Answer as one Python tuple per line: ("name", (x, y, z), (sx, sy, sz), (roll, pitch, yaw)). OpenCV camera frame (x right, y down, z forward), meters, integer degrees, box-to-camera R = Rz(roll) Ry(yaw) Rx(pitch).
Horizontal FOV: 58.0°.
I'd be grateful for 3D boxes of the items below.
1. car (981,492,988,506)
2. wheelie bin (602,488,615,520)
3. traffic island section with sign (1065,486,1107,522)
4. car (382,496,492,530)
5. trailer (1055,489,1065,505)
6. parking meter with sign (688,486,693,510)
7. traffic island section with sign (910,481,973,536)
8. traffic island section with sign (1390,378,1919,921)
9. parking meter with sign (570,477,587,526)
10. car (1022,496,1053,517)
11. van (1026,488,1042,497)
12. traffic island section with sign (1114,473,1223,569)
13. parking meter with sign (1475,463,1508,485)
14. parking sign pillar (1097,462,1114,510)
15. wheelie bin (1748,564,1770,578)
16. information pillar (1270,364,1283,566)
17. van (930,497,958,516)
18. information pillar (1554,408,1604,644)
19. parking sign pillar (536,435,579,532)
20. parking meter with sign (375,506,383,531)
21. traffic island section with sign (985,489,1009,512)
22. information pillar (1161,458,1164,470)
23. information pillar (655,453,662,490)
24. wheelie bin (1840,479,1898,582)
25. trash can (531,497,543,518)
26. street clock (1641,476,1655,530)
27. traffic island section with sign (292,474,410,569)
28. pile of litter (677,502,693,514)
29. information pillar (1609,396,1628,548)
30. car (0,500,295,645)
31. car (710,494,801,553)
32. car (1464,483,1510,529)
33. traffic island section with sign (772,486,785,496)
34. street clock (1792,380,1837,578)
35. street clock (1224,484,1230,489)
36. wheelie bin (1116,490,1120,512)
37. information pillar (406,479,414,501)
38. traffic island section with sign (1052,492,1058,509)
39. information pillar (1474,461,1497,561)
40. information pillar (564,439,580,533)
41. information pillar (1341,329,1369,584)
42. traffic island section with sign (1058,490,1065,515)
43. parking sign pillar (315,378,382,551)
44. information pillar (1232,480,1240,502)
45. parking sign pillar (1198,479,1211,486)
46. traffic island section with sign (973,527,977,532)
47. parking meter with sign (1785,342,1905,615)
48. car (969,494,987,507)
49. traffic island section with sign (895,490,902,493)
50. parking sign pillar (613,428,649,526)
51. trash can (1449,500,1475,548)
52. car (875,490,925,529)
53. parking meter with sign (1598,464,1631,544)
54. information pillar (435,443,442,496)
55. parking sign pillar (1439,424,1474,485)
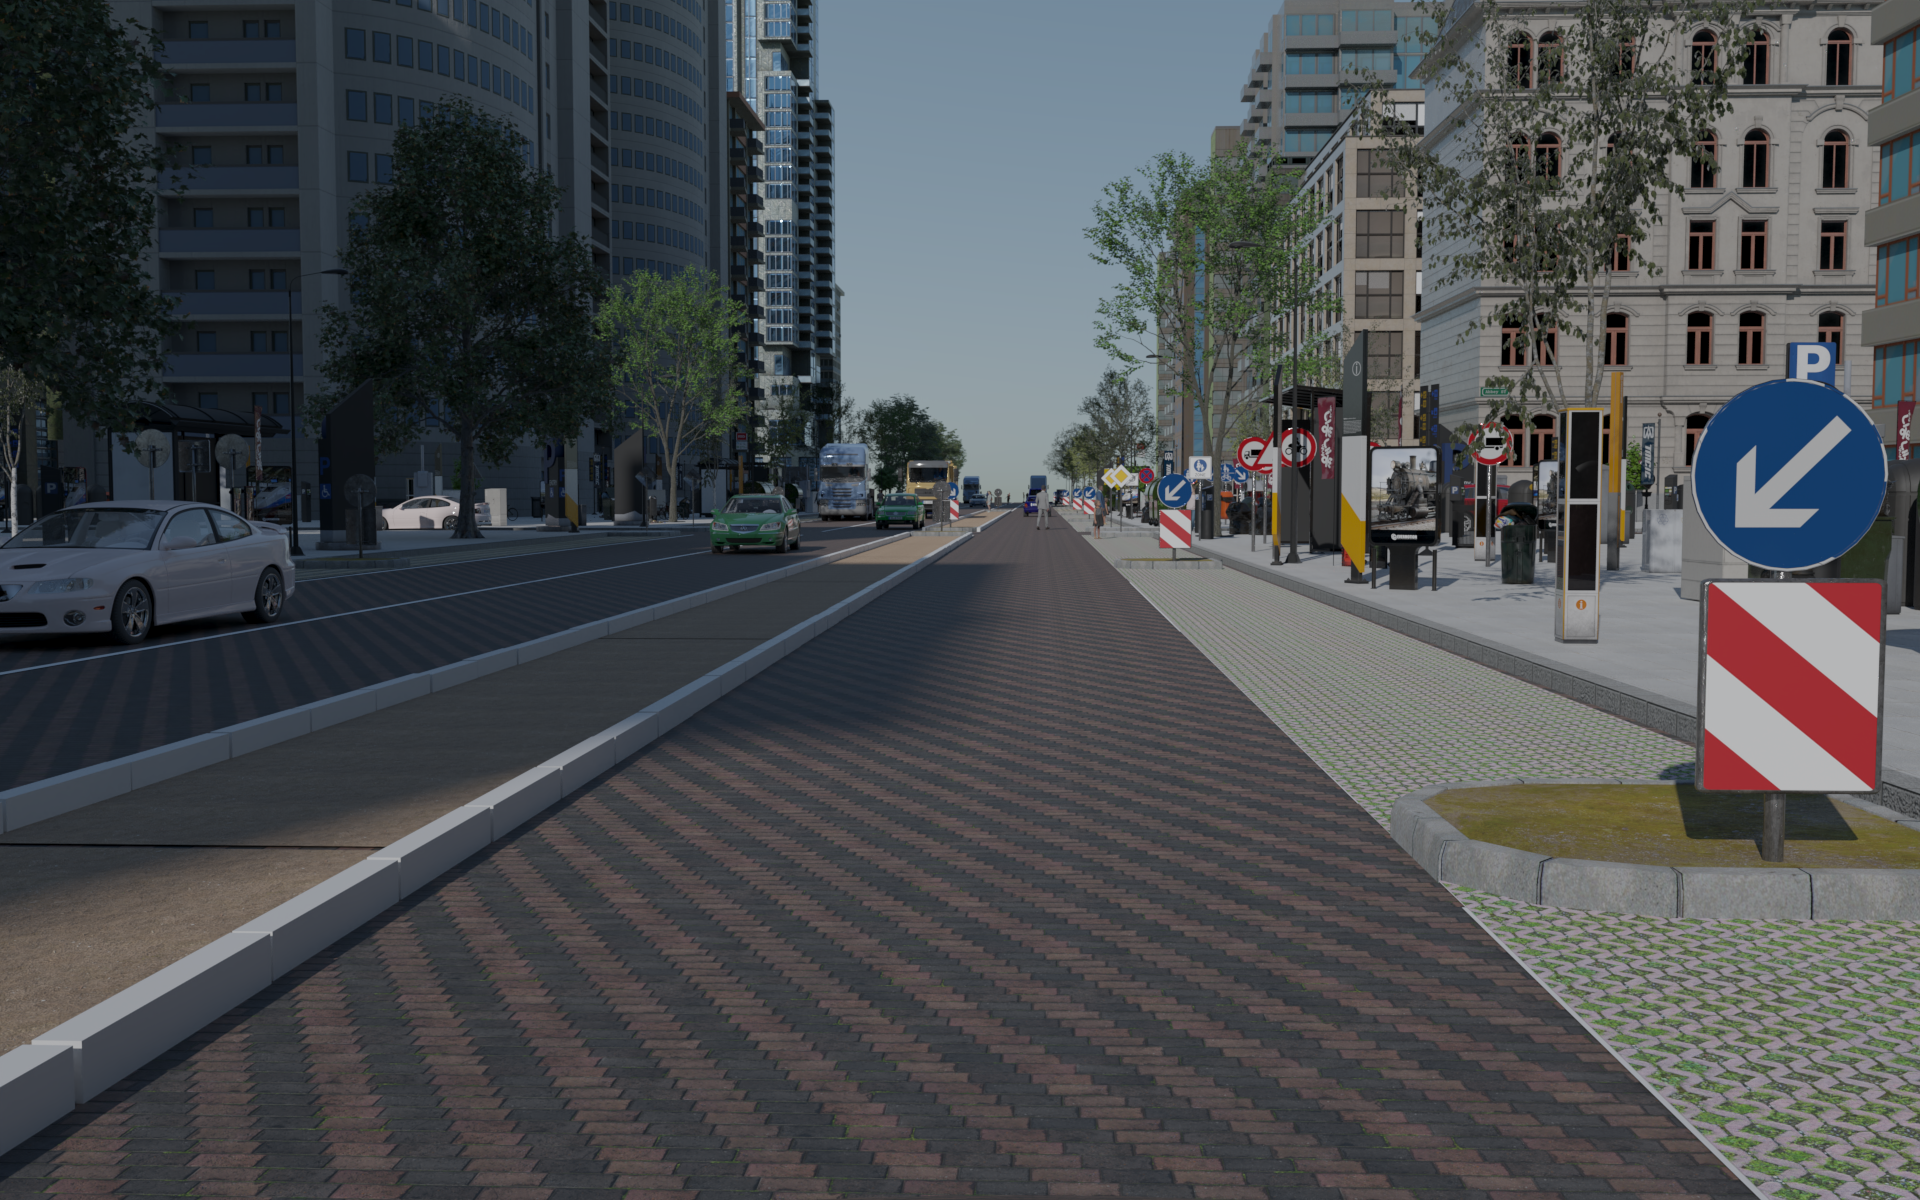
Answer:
("car", (2.486, -11.762, 202.532), (2.015, 1.641, 3.980), (0, 4, 2))
("wheelie bin", (-17.279, -4.749, 85.554), (0.693, 1.594, 0.980), (2, 4, 35))
("traffic island section with sign", (6.563, -4.947, 89.507), (1.989, 1.847, 2.006), (0, 4, 3))
("car", (-20.020, -3.214, 64.904), (4.827, 1.381, 2.083), (0, 4, 4))
("trailer", (12.036, -12.232, 207.043), (1.471, 1.999, 3.904), (0, 4, 1))
("parking meter with sign", (-21.892, -8.924, 142.169), (0.543, 3.016, 1.738), (0, 4, 7))
("traffic island section with sign", (-0.670, -3.121, 59.158), (2.006, 1.907, 1.989), (0, 4, 3))
("traffic island section with sign", (2.777, 0.116, 6.737), (1.989, 1.847, 2.006), (0, 4, 3))
("parking meter with sign", (-15.611, -4.463, 69.223), (0.543, 3.016, 1.738), (2, 4, 24))
("car", (4.928, -5.970, 110.185), (1.945, 1.354, 3.894), (0, 4, 4))
("van", (8.286, -11.176, 187.109), (2.240, 2.365, 5.245), (0, 4, 2))
("traffic island section with sign", (4.010, -1.531, 33.664), (1.989, 1.847, 2.006), (0, 4, 3))
("parking meter with sign", (21.284, -4.419, 68.512), (1.738, 3.016, 0.543), (1, 4, 11))
("parking sign pillar", (11.706, -9.227, 139.330), (1.447, 3.967, 1.447), (0, 4, 7))
("wheelie bin", (11.211, -1.004, 24.321), (0.693, 1.594, 0.980), (2, 4, 29))
("information pillar", (5.688, -2.428, 31.047), (0.183, 3.616, 0.504), (1, 4, 19))
("van", (-1.101, -6.596, 114.850), (2.013, 2.044, 4.112), (0, 4, 2))
("information pillar", (5.324, -0.637, 14.911), (0.304, 2.012, 0.304), (0, 4, 5))
("parking sign pillar", (-13.822, -4.338, 59.398), (1.447, 3.967, 1.447), (-2, 4, -33))
("parking meter with sign", (-20.874, -3.892, 59.892), (0.543, 3.016, 1.738), (3, 5, 42))
("traffic island section with sign", (3.095, -8.164, 141.618), (2.006, 1.907, 1.989), (0, 4, 3))
("information pillar", (13.332, -7.505, 114.065), (0.183, 3.616, 0.504), (-1, 4, -10))
("information pillar", (-17.388, -6.644, 99.992), (0.183, 3.616, 0.504), (2, 4, 30))
("wheelie bin", (8.486, -0.526, 16.502), (0.693, 1.594, 0.980), (1, 4, 12))
("trash can", (-22.727, -4.983, 93.117), (0.748, 1.137, 0.748), (0, 3, 0))
("street clock", (22.674, -3.220, 57.210), (0.471, 2.002, 0.358), (0, 4, -7))
("traffic island section with sign", (-11.924, -1.546, 33.913), (1.989, 1.847, 2.006), (0, 4, 3))
("pile of litter", (-17.878, -5.928, 110.894), (1.719, 0.858, 1.176), (-1, 4, -9))
("information pillar", (15.754, -3.065, 41.471), (0.183, 3.616, 0.504), (-1, 4, -22))
("car", (-8.658, -0.344, 17.989), (2.083, 1.381, 4.827), (0, 4, 4))
("car", (-5.069, -1.927, 43.300), (2.131, 1.459, 4.920), (0, 4, 1))
("car", (19.251, -3.251, 61.832), (5.304, 1.827, 2.281), (0, 4, 3))
("traffic island section with sign", (-9.389, -4.942, 89.436), (1.989, 1.847, 2.006), (0, 4, 3))
("street clock", (5.440, -0.405, 11.188), (0.471, 2.002, 0.358), (0, 4, 6))
("street clock", (18.335, -6.984, 118.761), (0.471, 2.002, 0.358), (2, 4, 32))
("wheelie bin", (11.766, -7.191, 125.487), (0.980, 1.594, 0.693), (1, 4, 13))
("information pillar", (-25.990, -4.735, 81.917), (0.304, 2.012, 0.304), (-2, 4, -33))
("traffic island section with sign", (10.074, -9.661, 166.583), (1.989, 1.847, 2.006), (0, 4, 3))
("information pillar", (10.044, -1.749, 33.093), (0.304, 2.012, 0.304), (3, 5, 41))
("information pillar", (-12.862, -4.036, 57.350), (0.183, 3.616, 0.504), (3, 4, 36))
("information pillar", (5.658, -2.047, 24.824), (0.183, 3.616, 0.504), (-1, 4, -23))
("traffic island section with sign", (7.770, -6.594, 116.435), (1.989, 1.847, 2.006), (0, 4, 3))
("parking sign pillar", (-14.114, -3.143, 39.858), (1.447, 3.967, 1.447), (2, 4, 27))
("information pillar", (14.239, -5.186, 89.282), (0.304, 2.012, 0.304), (3, 4, 37))
("parking sign pillar", (15.439, -7.279, 107.484), (1.447, 3.967, 1.447), (0, 4, -6))
("traffic island section with sign", (-0.322, -3.573, 66.557), (2.006, 1.907, 1.989), (0, 4, 3))
("parking meter with sign", (9.810, -1.400, 19.148), (0.543, 3.016, 1.738), (0, 4, -3))
("car", (1.973, -10.808, 188.705), (2.014, 1.417, 4.499), (0, 4, 3))
("traffic island section with sign", (-5.863, -9.666, 166.674), (1.989, 1.847, 2.006), (0, 4, 3))
("parking sign pillar", (-13.411, -5.022, 70.585), (1.447, 3.967, 1.447), (1, 4, 18))
("trash can", (11.971, -1.796, 41.019), (0.748, 1.137, 0.748), (0, 3, 0))
("car", (-2.443, -3.839, 71.557), (1.959, 1.807, 4.718), (0, 4, 3))
("parking meter with sign", (16.277, -2.945, 44.404), (1.738, 3.016, 0.543), (0, 4, -4))
("information pillar", (-24.124, -5.433, 80.178), (0.504, 3.616, 0.183), (3, 5, 41))
("parking sign pillar", (18.969, -4.757, 66.256), (1.447, 3.967, 1.447), (-1, 4, -10))
